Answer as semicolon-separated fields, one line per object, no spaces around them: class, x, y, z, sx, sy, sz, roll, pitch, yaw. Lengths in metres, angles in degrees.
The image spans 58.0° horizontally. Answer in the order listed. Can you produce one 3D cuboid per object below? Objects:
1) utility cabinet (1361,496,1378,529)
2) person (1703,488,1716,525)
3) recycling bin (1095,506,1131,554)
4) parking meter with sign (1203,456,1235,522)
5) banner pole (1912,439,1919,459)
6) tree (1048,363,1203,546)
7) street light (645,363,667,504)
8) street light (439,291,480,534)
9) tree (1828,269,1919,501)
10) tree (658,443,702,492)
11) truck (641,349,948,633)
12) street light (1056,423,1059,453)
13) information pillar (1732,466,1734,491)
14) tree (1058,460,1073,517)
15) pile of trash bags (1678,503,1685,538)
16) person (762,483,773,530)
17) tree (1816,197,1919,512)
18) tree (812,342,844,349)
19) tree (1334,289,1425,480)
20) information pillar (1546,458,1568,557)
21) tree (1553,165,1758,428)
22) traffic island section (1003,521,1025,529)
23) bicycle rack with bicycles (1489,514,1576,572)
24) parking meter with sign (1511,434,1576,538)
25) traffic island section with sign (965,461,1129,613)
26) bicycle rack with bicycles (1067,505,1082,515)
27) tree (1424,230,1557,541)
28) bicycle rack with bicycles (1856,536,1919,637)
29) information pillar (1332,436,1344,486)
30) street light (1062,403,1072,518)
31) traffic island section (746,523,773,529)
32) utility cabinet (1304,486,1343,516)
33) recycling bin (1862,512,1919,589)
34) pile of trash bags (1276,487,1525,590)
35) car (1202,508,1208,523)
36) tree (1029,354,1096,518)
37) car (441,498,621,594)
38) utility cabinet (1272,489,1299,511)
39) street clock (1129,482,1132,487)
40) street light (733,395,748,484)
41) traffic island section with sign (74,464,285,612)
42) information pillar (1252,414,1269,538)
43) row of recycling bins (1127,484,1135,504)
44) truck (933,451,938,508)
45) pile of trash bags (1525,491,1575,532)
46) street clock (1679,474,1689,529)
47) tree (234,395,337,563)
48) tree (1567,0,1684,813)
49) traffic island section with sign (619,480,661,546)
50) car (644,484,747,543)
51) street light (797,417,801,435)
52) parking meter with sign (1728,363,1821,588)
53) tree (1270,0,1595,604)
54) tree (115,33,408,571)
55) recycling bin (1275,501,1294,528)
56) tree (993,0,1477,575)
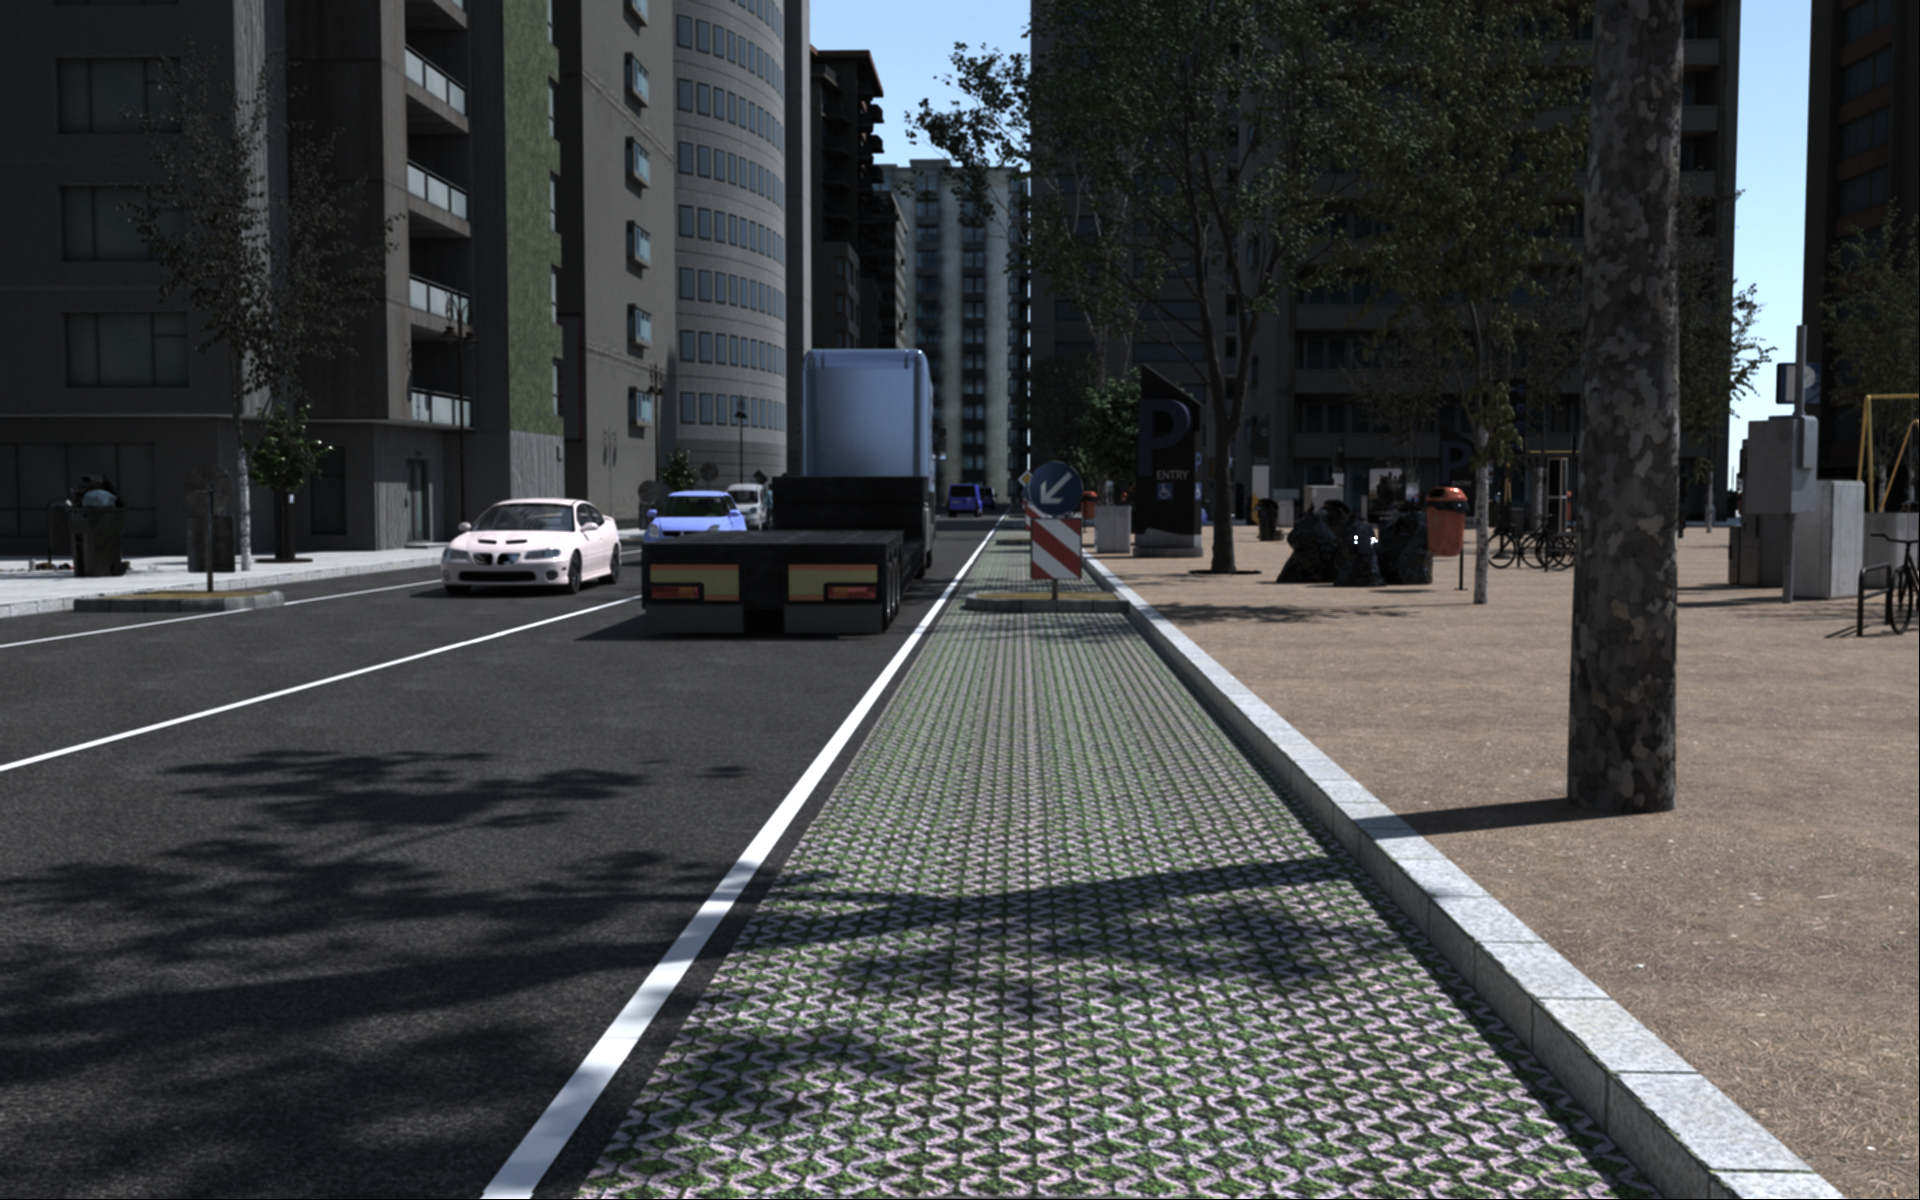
utility cabinet;15.473;-3.266;64.563;1.020;1.237;0.306;1;4;14
person;32.347;-4.015;74.698;0.519;1.759;0.362;1;4;10
recycling bin;3.319;-1.538;37.692;0.722;1.027;0.722;0;4;-1
parking meter with sign;11.947;-5.163;80.680;0.543;3.016;1.738;-2;4;-27
banner pole;43.450;-5.433;78.846;0.401;3.779;0.863;1;4;9
tree;4.403;-3.659;43.537;4.285;4.588;4.351;0;3;0
street light;-10.694;-5.400;61.079;0.468;5.910;1.993;0;4;2
street light;-11.395;-4.087;39.610;0.468;5.910;1.993;0;4;2
tree;30.594;-6.455;55.899;4.360;8.622;3.978;0;3;0
tree;-10.614;-4.367;65.999;1.663;3.219;1.824;0;3;0
truck;-1.831;-2.239;26.370;2.967;4.110;18.799;0;4;1
street light;6.166;-8.396;110.055;0.468;5.910;1.993;0;4;2
information pillar;63.766;-9.273;142.972;0.183;3.616;0.504;1;4;22
tree;6.074;-6.354;98.497;1.663;3.219;1.824;0;3;0
pile of trash bags;20.119;-2.493;50.507;1.912;1.369;3.447;1;4;19
person;-6.915;-3.375;63.707;0.660;1.820;0.620;-3;5;-44
tree;23.692;-5.721;43.906;4.737;8.622;4.395;0;3;0
tree;-9.197;-11.483;113.497;9.928;11.665;9.643;0;3;0
tree;14.685;-6.501;56.648;4.360;8.622;3.978;0;3;0
information pillar;12.164;-1.885;35.304;0.304;2.012;0.304;3;5;42
tree;16.090;-5.471;39.810;4.360;8.622;3.978;0;3;0
traffic island section;3.061;-3.485;79.256;2.009;0.180;2.903;0;4;2
bicycle rack with bicycles;10.453;-0.987;29.515;2.925;0.926;2.852;0;4;5
parking meter with sign;17.056;-3.329;50.684;1.738;3.016;0.543;1;4;16
traffic island section with sign;1.074;-0.797;21.667;1.989;1.847;2.006;0;4;2
bicycle rack with bicycles;7.098;-5.754;107.455;2.852;0.926;2.925;-2;4;-27
tree;15.598;-5.922;47.190;4.360;8.622;3.978;0;3;0
bicycle rack with bicycles;9.525;-0.149;15.818;2.852;0.926;2.925;3;4;36
information pillar;15.163;-4.776;69.436;0.504;3.616;0.183;0;4;-6
street light;5.392;-7.020;87.572;0.468;5.910;1.993;0;4;2
traffic island section;-8.349;-3.020;71.663;2.009;0.180;2.903;0;4;2
utility cabinet;9.620;-2.270;45.800;1.173;1.500;0.318;-2;4;-34
recycling bin;12.615;-0.685;23.751;0.722;1.027;0.722;-3;4;-37
pile of trash bags;5.986;-0.895;24.387;1.912;1.369;3.447;-1;4;-21
car;8.965;-4.041;75.656;3.694;1.707;1.945;0;4;3
tree;5.763;-8.628;91.432;4.360;8.622;3.978;0;3;0
car;-6.399;-0.849;26.250;2.083;1.381;4.827;0;4;0
utility cabinet;14.714;-4.260;78.335;1.173;1.500;0.318;0;4;-4
street clock;9.817;-5.729;98.240;0.471;2.002;0.358;-1;4;-8
street light;-10.077;-6.546;79.821;0.468;5.910;1.993;0;4;2
traffic island section with sign;-9.738;-0.813;21.916;1.989;1.847;2.006;0;4;2
information pillar;8.741;-3.605;50.300;0.504;3.616;0.183;0;4;-3
row of recycling bins;6.946;-3.263;60.460;1.069;1.692;3.534;-2;4;-24
truck;-3.018;-7.508;111.666;2.839;4.237;11.283;0;4;3
pile of trash bags;18.736;-2.818;55.820;1.912;1.369;3.447;-1;4;-13
street clock;26.581;-3.612;63.634;0.358;2.002;0.471;1;4;21
tree;-12.869;-2.331;32.710;1.663;3.219;1.824;0;3;0
tree;4.128;-9.184;6.052;12.611;20.169;13.585;0;3;0
traffic island section with sign;-8.808;-2.460;48.855;1.989;1.847;2.006;0;4;2
car;-5.477;-1.619;36.055;1.945;1.707;3.694;0;4;1
street light;-9.279;-7.878;101.586;0.468;5.910;1.993;0;4;2
parking meter with sign;11.141;-1.689;23.881;0.543;3.016;1.738;0;4;1
tree;5.857;-4.255;19.935;4.737;8.622;4.395;0;3;0
tree;-11.676;-4.787;28.633;4.360;8.622;3.978;0;3;0
recycling bin;12.521;-3.314;66.746;0.722;1.027;0.722;0;4;-5
tree;4.342;-6.236;27.710;9.928;11.665;9.643;0;3;0
